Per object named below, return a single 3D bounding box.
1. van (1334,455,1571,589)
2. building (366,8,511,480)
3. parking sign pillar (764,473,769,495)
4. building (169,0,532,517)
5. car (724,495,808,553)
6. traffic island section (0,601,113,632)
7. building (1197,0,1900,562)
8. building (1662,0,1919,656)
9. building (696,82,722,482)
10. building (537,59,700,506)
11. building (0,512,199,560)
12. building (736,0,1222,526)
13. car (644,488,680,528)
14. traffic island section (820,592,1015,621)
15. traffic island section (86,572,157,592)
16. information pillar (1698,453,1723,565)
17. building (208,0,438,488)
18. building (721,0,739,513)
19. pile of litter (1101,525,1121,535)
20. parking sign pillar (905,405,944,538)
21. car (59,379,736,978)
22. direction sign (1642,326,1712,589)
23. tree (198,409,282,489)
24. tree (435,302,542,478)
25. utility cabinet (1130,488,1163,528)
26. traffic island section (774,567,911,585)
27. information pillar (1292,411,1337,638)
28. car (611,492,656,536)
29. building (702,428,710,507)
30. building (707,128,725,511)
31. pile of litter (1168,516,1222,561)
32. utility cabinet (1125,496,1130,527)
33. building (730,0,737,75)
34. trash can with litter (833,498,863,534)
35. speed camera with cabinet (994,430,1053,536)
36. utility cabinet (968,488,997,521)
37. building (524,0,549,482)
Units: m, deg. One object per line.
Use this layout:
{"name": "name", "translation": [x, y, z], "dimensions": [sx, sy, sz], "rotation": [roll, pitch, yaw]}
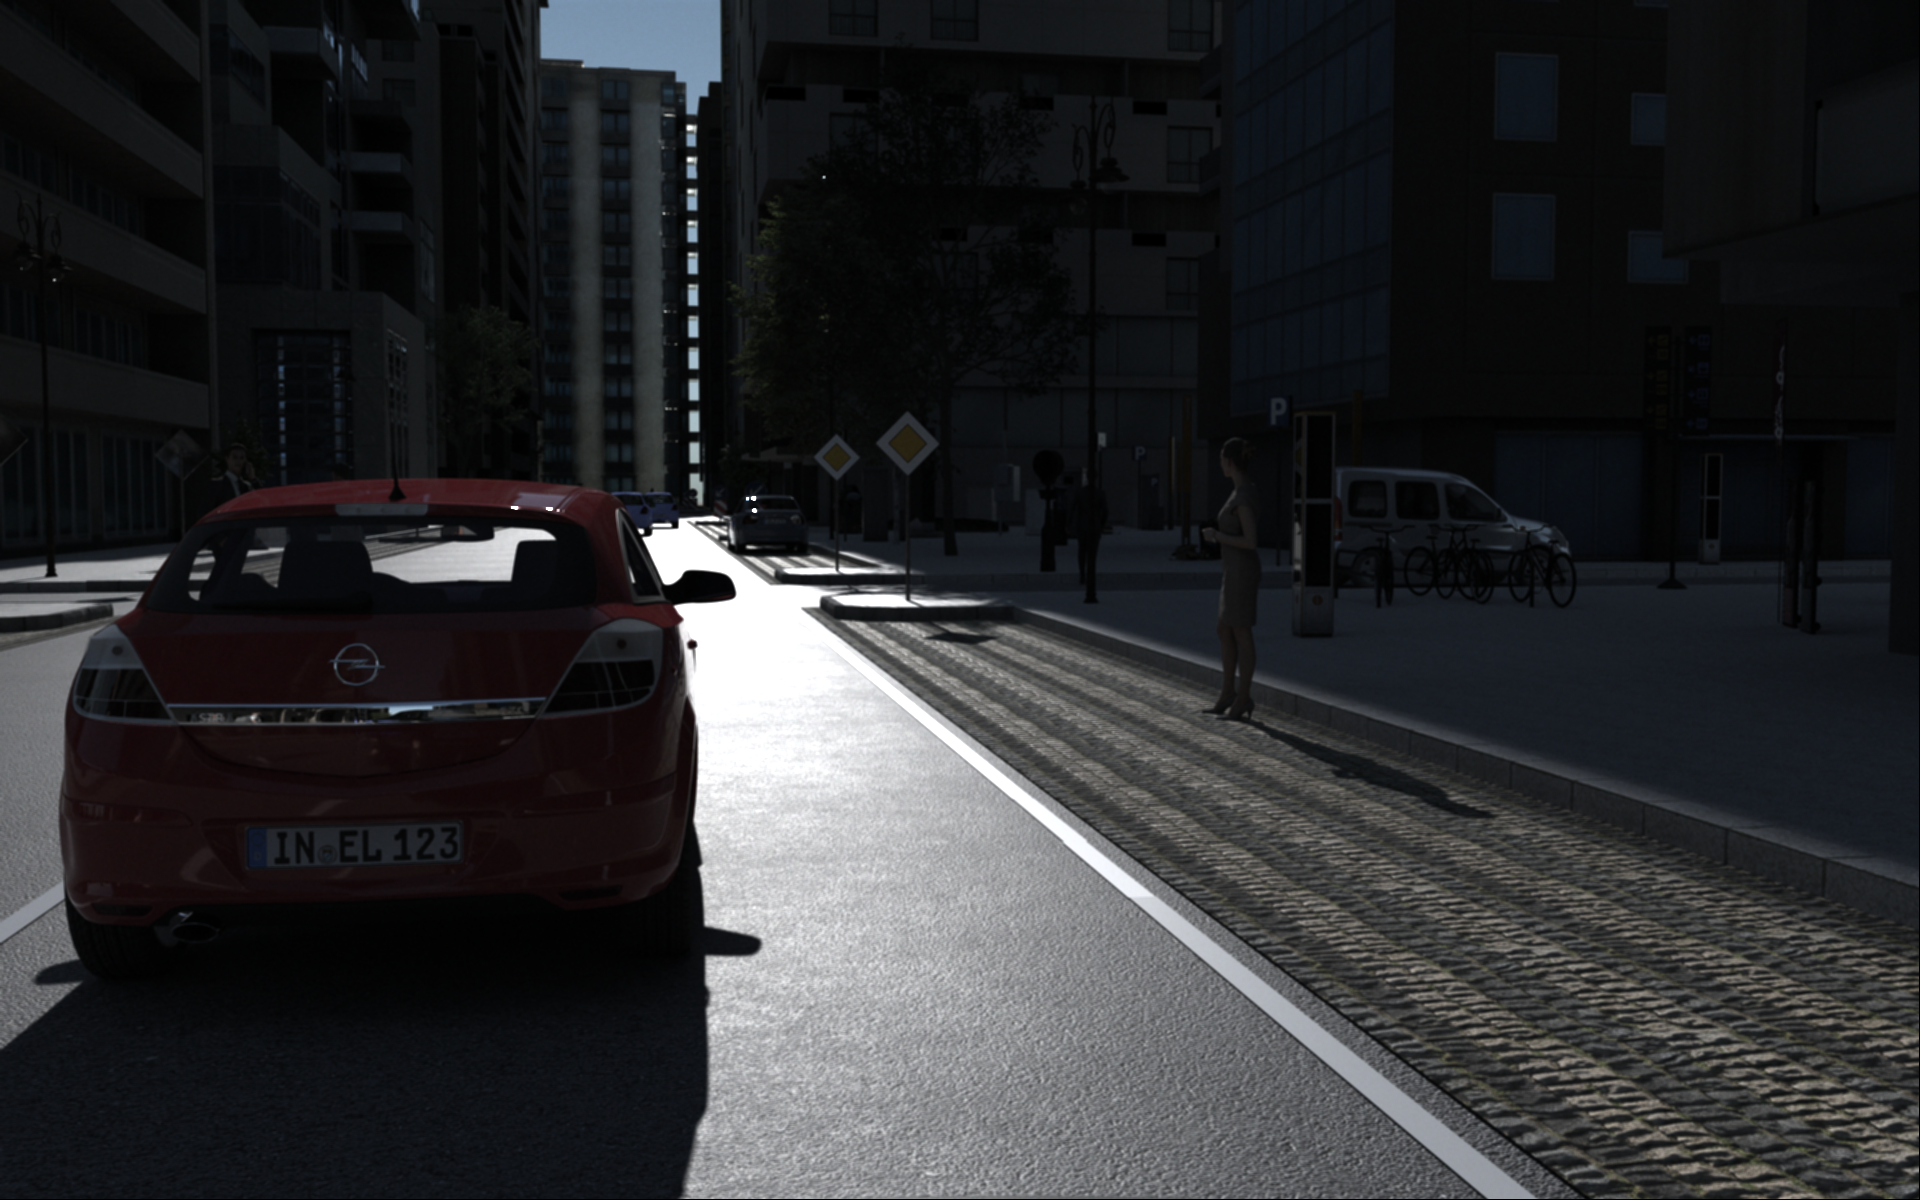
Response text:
{"name": "van", "translation": [7.316, -1.204, 26.694], "dimensions": [4.112, 2.044, 2.013], "rotation": [-1, 4, -10]}
{"name": "building", "translation": [-35.627, -20.480, 106.548], "dimensions": [14.160, 30.474, 14.107], "rotation": [-1, 4, -10]}
{"name": "parking sign pillar", "translation": [-11.486, -6.954, 102.166], "dimensions": [1.447, 3.967, 1.447], "rotation": [-1, 4, -14]}
{"name": "building", "translation": [-42.471, -30.554, 123.258], "dimensions": [21.300, 48.544, 21.600], "rotation": [-1, 4, -10]}
{"name": "car", "translation": [-4.817, -1.904, 43.139], "dimensions": [2.014, 1.417, 4.499], "rotation": [-1, 4, -11]}
{"name": "traffic island section", "translation": [-10.692, 0.194, 19.115], "dimensions": [2.009, 0.180, 2.903], "rotation": [-1, 4, -10]}
{"name": "building", "translation": [14.319, -23.736, 38.203], "dimensions": [14.200, 45.320, 14.600], "rotation": [-1, 4, -10]}
{"name": "building", "translation": [11.692, -19.808, 7.456], "dimensions": [14.154, 41.232, 14.086], "rotation": [-1, 4, -10]}
{"name": "building", "translation": [-21.798, -33.179, 192.582], "dimensions": [14.200, 45.320, 14.600], "rotation": [-1, 4, -10]}
{"name": "building", "translation": [-44.796, -35.109, 193.641], "dimensions": [30.456, 49.044, 23.786], "rotation": [-1, 4, -10]}
{"name": "building", "translation": [-28.595, -25.045, 33.186], "dimensions": [21.300, 48.544, 21.600], "rotation": [-1, 4, -10]}
{"name": "building", "translation": [3.617, -30.095, 81.295], "dimensions": [28.713, 52.752, 27.495], "rotation": [-1, 4, -10]}
{"name": "car", "translation": [-12.925, -3.943, 74.064], "dimensions": [1.945, 1.707, 3.694], "rotation": [-1, 4, -12]}
{"name": "traffic island section", "translation": [-0.610, 0.084, 20.912], "dimensions": [2.009, 0.180, 2.903], "rotation": [-1, 4, -10]}
{"name": "traffic island section", "translation": [-12.102, -0.287, 26.975], "dimensions": [2.009, 0.180, 2.903], "rotation": [-1, 4, -10]}
{"name": "information pillar", "translation": [13.631, -1.649, 31.461], "dimensions": [0.304, 2.012, 0.304], "rotation": [0, 4, 8]}
{"name": "building", "translation": [-32.087, -46.086, 66.184], "dimensions": [22.319, 86.520, 31.000], "rotation": [-1, 4, -10]}
{"name": "building", "translation": [-10.366, -27.098, 126.641], "dimensions": [14.154, 41.232, 14.086], "rotation": [-1, 4, -10]}
{"name": "pile of litter", "translation": [4.384, -2.522, 55.204], "dimensions": [1.719, 0.858, 1.176], "rotation": [-1, 4, -20]}
{"name": "parking sign pillar", "translation": [-1.185, -3.825, 51.008], "dimensions": [1.447, 3.967, 1.447], "rotation": [-2, 4, -25]}
{"name": "car", "translation": [-1.939, 0.142, 6.716], "dimensions": [2.155, 1.783, 4.494], "rotation": [-1, 4, -9]}
{"name": "direction sign", "translation": [9.668, -1.921, 23.413], "dimensions": [0.876, 3.537, 0.379], "rotation": [0, 4, 3]}
{"name": "tree", "translation": [-16.510, -2.768, 39.854], "dimensions": [1.663, 3.219, 1.824], "rotation": [0, 3, 0]}
{"name": "tree", "translation": [-26.561, -10.198, 92.497], "dimensions": [9.928, 11.665, 9.643], "rotation": [0, 3, 0]}
{"name": "utility cabinet", "translation": [6.962, -3.430, 64.756], "dimensions": [1.173, 1.500, 0.318], "rotation": [-1, 4, -11]}
{"name": "traffic island section", "translation": [-2.020, -0.397, 28.772], "dimensions": [2.009, 0.180, 2.903], "rotation": [-1, 4, -10]}
{"name": "information pillar", "translation": [3.176, -0.676, 15.548], "dimensions": [0.304, 2.012, 0.304], "rotation": [0, 4, -5]}
{"name": "car", "translation": [-11.689, -3.135, 60.841], "dimensions": [1.945, 1.707, 3.694], "rotation": [-1, 4, -8]}
{"name": "building", "translation": [-12.811, -52.003, 162.918], "dimensions": [22.319, 86.520, 31.000], "rotation": [-1, 4, -10]}
{"name": "building", "translation": [-13.480, -22.583, 140.929], "dimensions": [14.160, 30.474, 14.107], "rotation": [-1, 4, -10]}
{"name": "pile of litter", "translation": [4.653, -1.223, 33.968], "dimensions": [1.719, 0.858, 1.176], "rotation": [-3, 5, -42]}
{"name": "utility cabinet", "translation": [6.885, -3.394, 66.652], "dimensions": [1.020, 1.237, 0.306], "rotation": [-1, 4, -14]}
{"name": "building", "translation": [-7.494, -28.234, 111.744], "dimensions": [14.600, 45.320, 14.200], "rotation": [-1, 4, -10]}
{"name": "trash can with litter", "translation": [-3.543, -2.706, 55.628], "dimensions": [1.055, 1.170, 0.624], "rotation": [-3, 5, -44]}
{"name": "speed camera with cabinet", "translation": [2.087, -3.620, 53.528], "dimensions": [2.038, 3.252, 0.660], "rotation": [2, 4, 24]}
{"name": "utility cabinet", "translation": [0.829, -3.421, 64.618], "dimensions": [1.173, 1.500, 0.318], "rotation": [3, 5, 40]}
{"name": "building", "translation": [-51.996, -34.759, 157.548], "dimensions": [27.495, 52.752, 28.713], "rotation": [-1, 4, -10]}
